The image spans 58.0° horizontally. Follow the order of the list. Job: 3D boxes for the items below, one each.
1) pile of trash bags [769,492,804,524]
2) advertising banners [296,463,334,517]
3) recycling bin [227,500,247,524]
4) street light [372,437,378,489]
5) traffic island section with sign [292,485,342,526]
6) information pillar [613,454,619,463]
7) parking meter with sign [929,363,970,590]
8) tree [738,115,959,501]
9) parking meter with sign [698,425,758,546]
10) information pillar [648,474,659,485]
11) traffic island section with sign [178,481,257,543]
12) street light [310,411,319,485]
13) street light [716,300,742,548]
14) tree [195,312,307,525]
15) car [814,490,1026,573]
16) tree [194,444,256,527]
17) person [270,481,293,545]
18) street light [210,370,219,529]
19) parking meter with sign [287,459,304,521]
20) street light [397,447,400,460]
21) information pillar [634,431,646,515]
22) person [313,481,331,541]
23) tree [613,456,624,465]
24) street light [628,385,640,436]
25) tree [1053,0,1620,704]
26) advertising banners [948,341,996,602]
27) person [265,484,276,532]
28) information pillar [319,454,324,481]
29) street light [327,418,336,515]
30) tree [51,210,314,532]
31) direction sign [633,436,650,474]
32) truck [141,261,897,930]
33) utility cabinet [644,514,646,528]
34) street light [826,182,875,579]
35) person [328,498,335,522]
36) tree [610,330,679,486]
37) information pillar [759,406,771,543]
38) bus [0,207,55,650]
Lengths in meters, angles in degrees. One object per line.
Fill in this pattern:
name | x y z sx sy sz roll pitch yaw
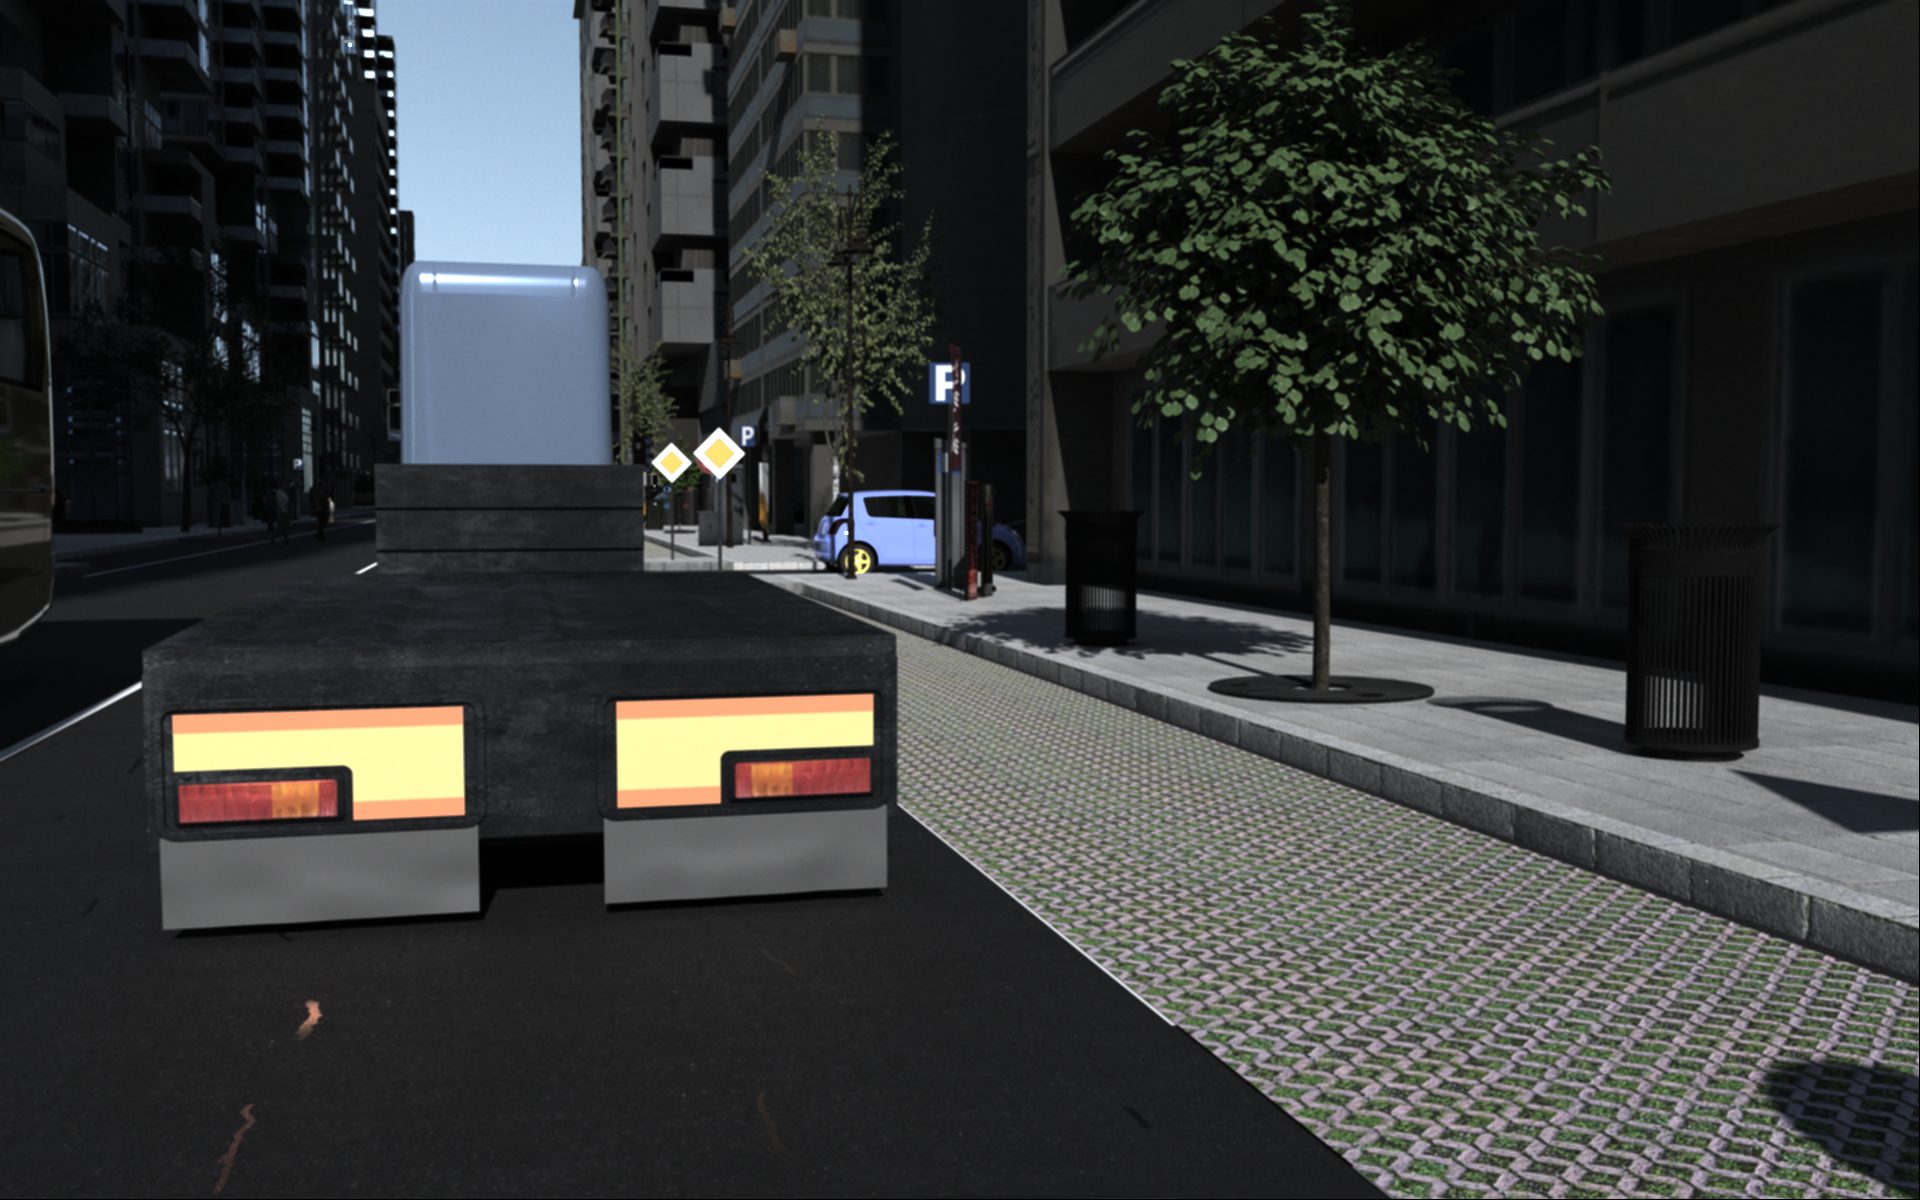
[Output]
pile of trash bags | -7.772 -4.371 81.225 1.912 1.369 3.447 -3 5 -43
advertising banners | -36.852 -6.280 98.857 2.074 3.025 0.090 -1 4 -14
recycling bin | -30.839 -3.751 73.888 0.722 1.027 0.722 -1 4 -18
street light | -46.322 -10.048 137.071 0.468 5.910 1.993 -1 4 -14
traffic island section with sign | -29.055 -4.261 78.290 1.989 1.847 2.006 -1 4 -14
information pillar | -20.183 -6.732 101.422 0.504 3.616 0.183 -3 5 -40
parking meter with sign | -0.095 -1.689 23.869 0.543 3.016 1.738 0 4 3
tree | -2.269 -5.160 34.736 4.737 8.622 4.395 0 3 0
parking meter with sign | -5.813 -2.875 43.260 0.543 3.016 1.738 2 4 34
information pillar | -11.159 -3.582 63.060 0.304 2.012 0.304 -3 4 -36
traffic island section with sign | -22.328 -2.664 52.185 1.989 1.847 2.006 -1 4 -14
street light | -36.015 -7.582 96.761 0.468 5.910 1.993 -1 4 -14
street light | -5.513 -4.196 41.387 0.468 5.910 1.993 -1 4 -14
tree | -29.199 -7.377 70.975 4.737 8.622 4.395 0 3 0
car | -0.688 -1.266 30.296 3.694 1.707 1.945 -1 4 -15
tree | -28.481 -4.419 66.849 1.663 3.219 1.824 0 3 0
person | -18.979 -2.424 48.360 0.641 1.798 0.478 0 4 8
street light | -27.517 -5.586 64.116 0.468 5.910 1.993 -1 4 -14
parking meter with sign | -32.464 -5.385 84.312 0.543 3.016 1.738 0 4 -5
street light | -54.657 -12.006 169.080 0.468 5.910 1.993 -1 4 -14
information pillar | -11.868 -4.456 64.207 0.183 3.616 0.504 3 5 44
person | -19.602 -2.740 53.217 0.656 1.842 0.836 0 4 5
tree | -17.175 -5.636 86.748 1.663 3.219 1.824 0 3 0
street light | -13.801 -6.154 73.408 0.468 5.910 1.993 -1 4 -14
tree | 2.306 -1.683 11.226 4.285 4.588 4.351 0 3 0
advertising banners | 0.144 -1.513 20.928 0.090 3.025 2.074 1 4 16
person | -26.276 -3.506 66.005 0.419 1.800 0.721 -2 4 -31
information pillar | -37.556 -6.761 101.890 0.183 3.616 0.504 0 4 4
street light | -37.916 -8.063 104.620 0.468 5.910 1.993 -1 4 -14
tree | -25.977 -7.537 57.635 8.767 10.594 7.601 -1 4 -21
direction sign | -12.471 -4.640 67.854 0.379 3.537 0.876 3 4 37
truck | -3.797 -1.524 14.670 2.967 4.110 18.799 -1 4 -15
utility cabinet | -11.728 -3.300 65.115 1.020 1.237 0.306 -2 4 -30
street light | -1.647 -3.257 26.035 0.468 5.910 1.993 -1 4 -14
person | -32.074 -4.599 88.370 0.352 1.250 0.332 0 4 3
tree | -14.371 -7.763 77.295 4.737 8.622 4.395 0 3 0
information pillar | -5.182 -3.330 45.808 0.183 3.616 0.504 1 4 15
bus | -6.648 -0.972 7.447 2.896 3.916 12.252 -1 4 -16
